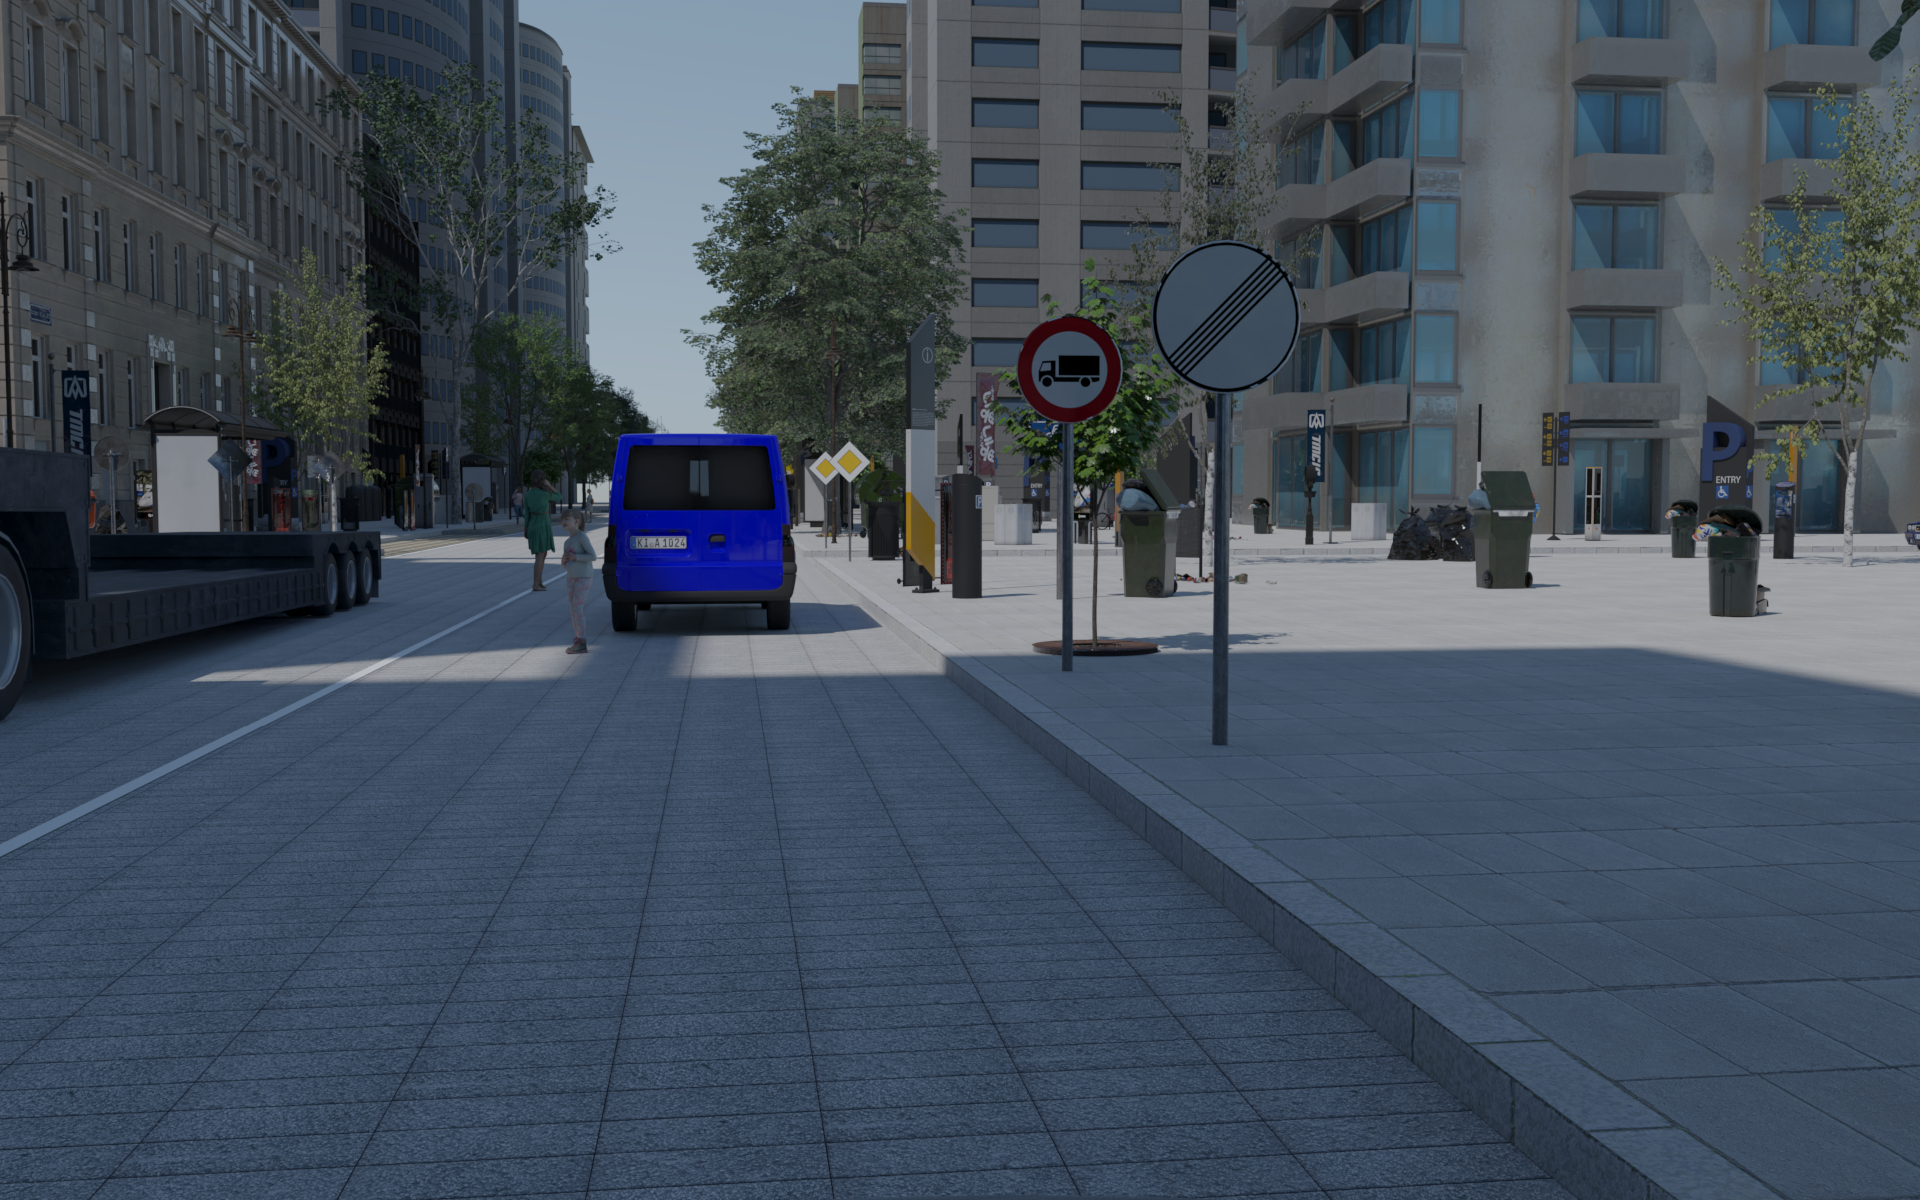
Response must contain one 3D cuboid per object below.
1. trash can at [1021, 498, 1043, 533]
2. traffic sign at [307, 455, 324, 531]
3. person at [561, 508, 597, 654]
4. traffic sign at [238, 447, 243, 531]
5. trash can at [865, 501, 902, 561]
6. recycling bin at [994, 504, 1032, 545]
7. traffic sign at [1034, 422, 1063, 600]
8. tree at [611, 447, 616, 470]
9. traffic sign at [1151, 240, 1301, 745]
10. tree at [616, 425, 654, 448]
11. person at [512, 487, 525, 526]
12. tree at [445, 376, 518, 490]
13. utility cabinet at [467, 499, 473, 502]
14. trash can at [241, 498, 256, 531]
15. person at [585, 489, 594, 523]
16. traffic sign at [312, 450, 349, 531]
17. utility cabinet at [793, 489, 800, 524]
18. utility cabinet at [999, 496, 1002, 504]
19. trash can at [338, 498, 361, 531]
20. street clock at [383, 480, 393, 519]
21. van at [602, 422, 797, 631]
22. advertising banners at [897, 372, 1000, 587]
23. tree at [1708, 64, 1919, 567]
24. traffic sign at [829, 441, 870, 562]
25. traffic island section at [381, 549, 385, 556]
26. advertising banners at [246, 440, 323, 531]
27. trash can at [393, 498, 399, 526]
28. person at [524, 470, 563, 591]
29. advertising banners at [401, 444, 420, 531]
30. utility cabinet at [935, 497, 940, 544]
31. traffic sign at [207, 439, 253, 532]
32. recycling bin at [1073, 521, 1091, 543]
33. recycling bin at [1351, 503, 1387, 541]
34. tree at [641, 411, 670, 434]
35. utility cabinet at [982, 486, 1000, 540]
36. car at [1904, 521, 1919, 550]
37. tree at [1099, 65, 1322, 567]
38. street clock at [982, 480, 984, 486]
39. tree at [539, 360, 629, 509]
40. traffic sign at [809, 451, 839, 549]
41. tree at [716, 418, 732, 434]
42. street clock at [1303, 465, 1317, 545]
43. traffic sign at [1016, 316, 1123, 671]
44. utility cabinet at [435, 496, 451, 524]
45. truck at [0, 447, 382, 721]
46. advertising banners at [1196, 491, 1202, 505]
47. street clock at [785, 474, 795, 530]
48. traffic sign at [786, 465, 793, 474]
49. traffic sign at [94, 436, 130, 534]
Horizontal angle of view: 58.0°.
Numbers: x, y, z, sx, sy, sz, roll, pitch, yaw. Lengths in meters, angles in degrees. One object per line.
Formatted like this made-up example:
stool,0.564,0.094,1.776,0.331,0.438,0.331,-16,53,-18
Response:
trash can,2.364,-2.767,56.900,0.748,1.137,0.748,0,3,0
traffic sign,-16.746,-2.642,45.321,0.606,2.300,0.079,0,4,-6
person,-3.467,-0.175,15.641,0.425,1.301,0.394,2,4,25
traffic sign,-19.622,-2.879,47.180,0.768,2.556,0.104,0,4,2
trash can,-1.475,-1.335,33.485,0.748,1.137,0.748,0,3,0
recycling bin,1.346,-1.908,43.745,0.722,1.027,0.722,3,4,37
traffic sign,1.212,-1.276,20.974,0.768,2.556,0.104,0,4,1
tree,-36.718,-14.592,188.944,4.360,8.622,3.978,0,3,0
traffic sign,1.332,-0.532,8.800,0.768,2.556,0.104,0,4,-6
tree,-40.077,-16.901,210.750,8.767,10.594,7.601,3,5,40
person,-19.846,-4.226,78.189,0.643,1.750,0.593,2,4,26
tree,-30.066,-9.693,108.842,4.737,8.622,4.395,0,3,0
utility cabinet,-23.430,-4.395,83.020,0.306,1.237,1.020,-1,4,-12
trash can,-23.335,-2.738,56.418,0.748,1.137,0.748,0,3,0
person,-18.299,-4.649,85.508,0.522,1.701,0.512,0,4,3
traffic sign,-14.253,-2.178,39.253,0.795,2.450,0.064,0,4,-8
utility cabinet,-7.073,-3.925,72.859,0.318,1.500,1.173,1,4,14
utility cabinet,1.144,-3.430,67.236,1.020,1.237,0.306,-2,4,-35
trash can,-20.812,-2.900,59.067,0.748,1.137,0.748,0,3,0
street clock,-29.916,-5.264,90.631,0.358,2.002,0.471,2,4,26
van,-2.934,-0.944,19.812,2.240,2.365,5.245,0,4,-8
advertising banners,-0.119,-1.736,24.566,0.090,3.025,2.074,3,5,44
tree,15.608,-4.896,30.410,4.737,8.622,4.395,0,3,0
traffic sign,-2.090,-1.784,32.806,0.795,2.450,0.064,0,4,-8
traffic island section,-14.275,-1.042,39.311,2.009,0.180,2.903,0,4,-8
advertising banners,-18.151,-3.069,46.362,2.074,3.025,0.090,-3,4,-36
trash can,-22.383,-3.536,69.467,0.748,1.137,0.748,0,3,0
person,-6.255,-1.037,25.704,0.600,1.795,0.529,1,4,16
advertising banners,-19.164,-3.934,60.511,0.090,3.025,2.074,0,3,0
utility cabinet,-0.913,-2.010,44.030,1.020,1.237,0.306,-2,4,-33
traffic sign,-13.188,-1.694,31.339,0.795,2.450,0.064,0,4,-8
recycling bin,3.032,-2.048,46.036,0.722,1.027,0.722,-1,4,-14
recycling bin,11.353,-2.173,48.079,0.722,1.027,0.722,-3,5,-44
tree,-46.533,-21.160,256.335,12.009,13.543,11.850,0,3,0
utility cabinet,0.480,-2.362,47.289,1.173,1.500,0.318,1,4,9
car,24.606,-1.742,41.063,3.894,1.354,1.945,-1,4,-8
tree,4.401,-4.907,30.600,4.360,8.622,3.978,0,3,0
street clock,0.987,-5.035,86.886,0.471,2.002,0.358,0,4,-2
tree,-32.044,-13.998,146.999,7.486,12.596,7.792,0,3,0
traffic sign,-3.155,-2.268,40.720,0.795,2.450,0.064,0,4,-8
tree,-20.300,-16.482,179.847,12.009,13.543,11.850,0,3,0
street clock,8.833,-2.395,43.736,0.358,2.002,0.471,0,4,2
traffic sign,0.779,-0.757,12.483,0.768,2.556,0.104,0,4,-5
utility cabinet,-21.953,-3.849,74.090,1.020,1.237,0.306,-2,4,-24
truck,-7.566,-1.452,13.496,2.967,4.110,18.799,0,4,-8
advertising banners,10.566,-5.004,78.003,0.090,3.025,2.074,2,4,25
street clock,-6.156,-3.553,62.662,0.358,2.002,0.471,-2,4,-27
traffic sign,-11.910,-7.309,113.368,2.265,3.308,0.079,0,4,1
traffic sign,-18.605,-2.319,38.019,0.768,2.556,0.104,0,4,-4
